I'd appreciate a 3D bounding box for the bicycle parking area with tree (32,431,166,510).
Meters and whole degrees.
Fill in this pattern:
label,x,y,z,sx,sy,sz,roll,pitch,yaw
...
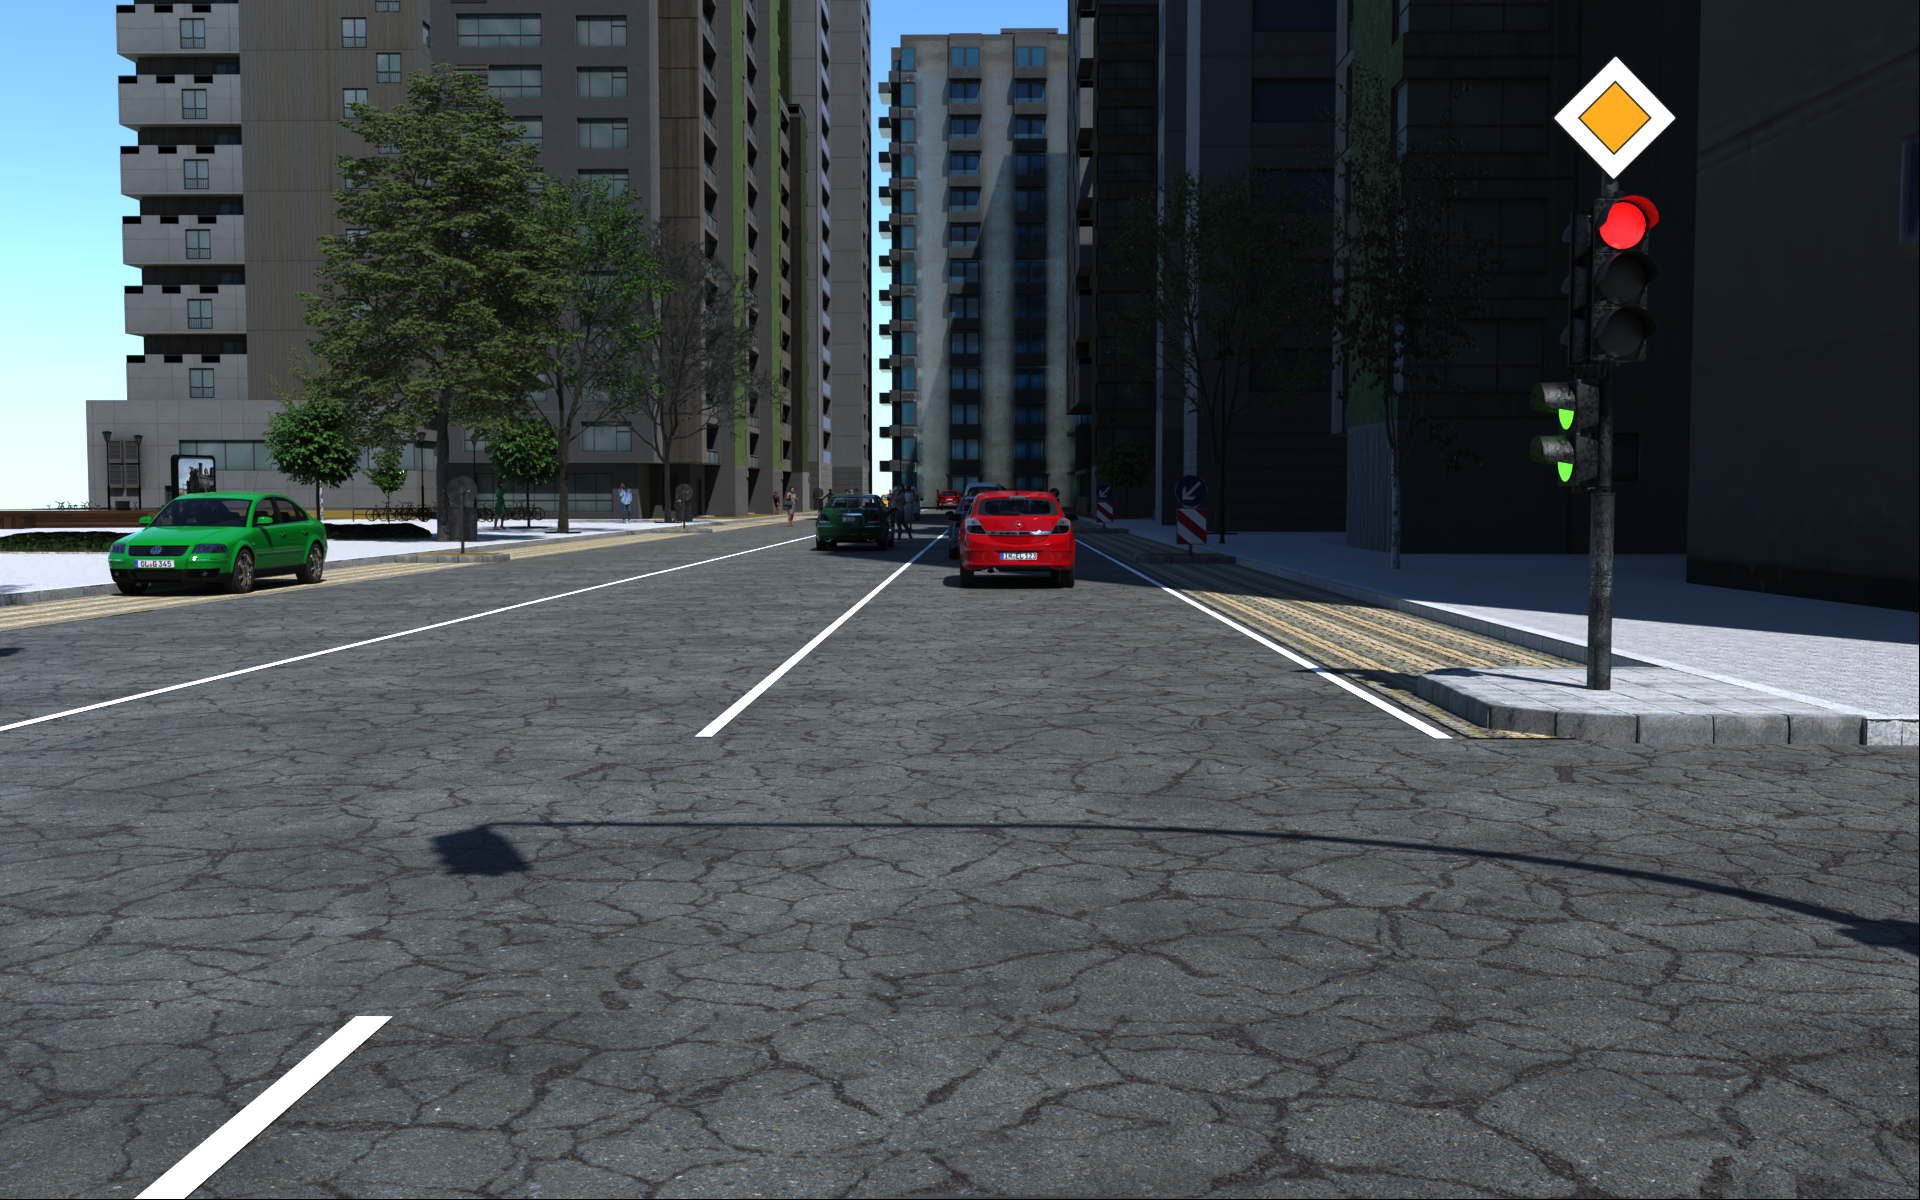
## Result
label,x,y,z,sx,sy,sz,roll,pitch,yaw
bicycle parking area with tree,-39.293,-5.795,81.745,9.016,4.147,8.231,0,4,2

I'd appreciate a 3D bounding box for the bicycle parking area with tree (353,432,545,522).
label,x,y,z,sx,sy,sz,roll,pitch,yaw
bicycle parking area with tree,-24.322,-5.867,82.926,9.016,4.147,8.231,2,4,25

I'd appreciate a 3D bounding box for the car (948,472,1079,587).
label,x,y,z,sx,sy,sz,roll,pitch,yaw
car,0.875,-1.163,28.062,2.155,1.783,4.494,0,3,0

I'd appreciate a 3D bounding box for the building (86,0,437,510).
label,x,y,z,sx,sy,sz,roll,pitch,yaw
building,-54.581,-34.197,148.361,27.495,52.752,28.713,0,4,1

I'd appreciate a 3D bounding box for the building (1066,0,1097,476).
label,x,y,z,sx,sy,sz,roll,pitch,yaw
building,23.046,-34.117,147.053,28.713,52.752,27.495,0,4,1

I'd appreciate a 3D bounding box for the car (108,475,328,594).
label,x,y,z,sx,sy,sz,roll,pitch,yaw
car,-11.080,-1.058,26.092,1.959,1.807,4.718,0,4,0

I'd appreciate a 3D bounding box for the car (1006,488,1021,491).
label,x,y,z,sx,sy,sz,roll,pitch,yaw
car,3.150,-6.193,109.925,2.281,1.827,5.304,0,4,2

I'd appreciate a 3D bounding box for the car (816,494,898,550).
label,x,y,z,sx,sy,sz,roll,pitch,yaw
car,-2.719,-2.061,45.494,2.131,1.459,4.920,0,4,1

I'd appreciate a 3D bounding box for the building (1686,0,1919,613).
label,x,y,z,sx,sy,sz,roll,pitch,yaw
building,20.897,-24.176,18.978,21.600,48.544,21.300,0,4,1

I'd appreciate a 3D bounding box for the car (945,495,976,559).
label,x,y,z,sx,sy,sz,roll,pitch,yaw
car,0.652,-1.678,39.444,2.014,1.417,4.499,0,4,2

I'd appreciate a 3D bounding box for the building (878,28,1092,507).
label,x,y,z,sx,sy,sz,roll,pitch,yaw
building,7.046,-34.340,181.061,30.456,49.044,23.786,0,4,1

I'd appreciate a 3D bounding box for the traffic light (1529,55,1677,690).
label,x,y,z,sx,sy,sz,roll,pitch,yaw
traffic light,4.178,-1.367,11.269,0.839,4.253,0.868,0,4,1

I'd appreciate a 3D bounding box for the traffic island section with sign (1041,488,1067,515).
label,x,y,z,sx,sy,sz,roll,pitch,yaw
traffic island section with sign,6.050,-6.410,113.439,1.989,1.847,2.006,0,4,1

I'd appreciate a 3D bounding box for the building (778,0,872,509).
label,x,y,z,sx,sy,sz,roll,pitch,yaw
building,-23.407,-38.995,179.567,28.212,58.520,21.231,0,4,1

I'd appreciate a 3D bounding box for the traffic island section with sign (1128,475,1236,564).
label,x,y,z,sx,sy,sz,roll,pitch,yaw
traffic island section with sign,4.654,-1.693,36.309,1.989,1.847,2.006,0,4,1

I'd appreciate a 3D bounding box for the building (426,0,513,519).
label,x,y,z,sx,sy,sz,roll,pitch,yaw
building,-19.531,-25.067,93.446,14.154,41.232,14.086,0,4,1

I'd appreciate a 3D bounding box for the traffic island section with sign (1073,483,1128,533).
label,x,y,z,sx,sy,sz,roll,pitch,yaw
traffic island section with sign,5.157,-3.369,63.718,1.989,1.847,2.006,0,4,1

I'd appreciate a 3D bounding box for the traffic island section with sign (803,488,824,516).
label,x,y,z,sx,sy,sz,roll,pitch,yaw
traffic island section with sign,-9.274,-6.440,113.922,1.989,1.847,2.006,0,4,1

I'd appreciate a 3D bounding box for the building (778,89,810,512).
label,x,y,z,sx,sy,sz,roll,pitch,yaw
building,-18.470,-21.475,122.821,14.160,30.474,14.107,0,4,1

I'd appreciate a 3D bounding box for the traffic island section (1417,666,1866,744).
label,x,y,z,sx,sy,sz,roll,pitch,yaw
traffic island section,4.218,0.667,11.383,2.009,0.180,2.903,0,4,1

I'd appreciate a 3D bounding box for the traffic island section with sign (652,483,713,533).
label,x,y,z,sx,sy,sz,roll,pitch,yaw
traffic island section with sign,-10.169,-3.367,63.675,1.989,1.847,2.006,0,4,1

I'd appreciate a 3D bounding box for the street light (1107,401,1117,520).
label,x,y,z,sx,sy,sz,roll,pitch,yaw
street light,7.565,-6.925,86.017,0.468,5.910,1.993,0,4,1

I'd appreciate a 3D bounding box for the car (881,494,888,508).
label,x,y,z,sx,sy,sz,roll,pitch,yaw
car,-5.676,-7.860,138.728,2.015,1.641,3.980,0,4,-1

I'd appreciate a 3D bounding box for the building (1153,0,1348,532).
label,x,y,z,sx,sy,sz,roll,pitch,yaw
building,18.801,-32.362,71.124,21.231,58.520,28.212,0,4,1

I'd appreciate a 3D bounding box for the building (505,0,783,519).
label,x,y,z,sx,sy,sz,roll,pitch,yaw
building,-18.959,-25.929,107.536,14.154,41.232,14.086,0,4,1

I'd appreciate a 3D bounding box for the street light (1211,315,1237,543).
label,x,y,z,sx,sy,sz,roll,pitch,yaw
street light,6.826,-4.411,44.910,0.468,5.910,1.993,0,4,1

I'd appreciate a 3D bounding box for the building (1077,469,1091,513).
label,x,y,z,sx,sy,sz,roll,pitch,yaw
building,24.734,-26.275,121.485,32.217,40.220,23.993,0,4,1

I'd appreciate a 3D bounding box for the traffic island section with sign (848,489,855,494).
label,x,y,z,sx,sy,sz,roll,pitch,yaw
traffic island section with sign,-8.787,-8.089,140.874,1.989,1.847,2.006,0,4,1

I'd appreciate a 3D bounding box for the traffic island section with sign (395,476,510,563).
label,x,y,z,sx,sy,sz,roll,pitch,yaw
traffic island section with sign,-10.649,-1.714,36.648,1.989,1.847,2.006,0,4,1

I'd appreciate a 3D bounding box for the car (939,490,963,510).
label,x,y,z,sx,sy,sz,roll,pitch,yaw
car,-0.874,-9.018,156.110,2.281,1.827,5.304,0,4,1

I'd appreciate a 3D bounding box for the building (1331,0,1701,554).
label,x,y,z,sx,sy,sz,roll,pitch,yaw
building,16.475,-21.957,42.594,14.154,41.232,14.086,0,4,1

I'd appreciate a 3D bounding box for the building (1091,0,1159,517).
label,x,y,z,sx,sy,sz,roll,pitch,yaw
building,14.770,-20.259,102.942,14.160,30.474,14.107,0,4,1
